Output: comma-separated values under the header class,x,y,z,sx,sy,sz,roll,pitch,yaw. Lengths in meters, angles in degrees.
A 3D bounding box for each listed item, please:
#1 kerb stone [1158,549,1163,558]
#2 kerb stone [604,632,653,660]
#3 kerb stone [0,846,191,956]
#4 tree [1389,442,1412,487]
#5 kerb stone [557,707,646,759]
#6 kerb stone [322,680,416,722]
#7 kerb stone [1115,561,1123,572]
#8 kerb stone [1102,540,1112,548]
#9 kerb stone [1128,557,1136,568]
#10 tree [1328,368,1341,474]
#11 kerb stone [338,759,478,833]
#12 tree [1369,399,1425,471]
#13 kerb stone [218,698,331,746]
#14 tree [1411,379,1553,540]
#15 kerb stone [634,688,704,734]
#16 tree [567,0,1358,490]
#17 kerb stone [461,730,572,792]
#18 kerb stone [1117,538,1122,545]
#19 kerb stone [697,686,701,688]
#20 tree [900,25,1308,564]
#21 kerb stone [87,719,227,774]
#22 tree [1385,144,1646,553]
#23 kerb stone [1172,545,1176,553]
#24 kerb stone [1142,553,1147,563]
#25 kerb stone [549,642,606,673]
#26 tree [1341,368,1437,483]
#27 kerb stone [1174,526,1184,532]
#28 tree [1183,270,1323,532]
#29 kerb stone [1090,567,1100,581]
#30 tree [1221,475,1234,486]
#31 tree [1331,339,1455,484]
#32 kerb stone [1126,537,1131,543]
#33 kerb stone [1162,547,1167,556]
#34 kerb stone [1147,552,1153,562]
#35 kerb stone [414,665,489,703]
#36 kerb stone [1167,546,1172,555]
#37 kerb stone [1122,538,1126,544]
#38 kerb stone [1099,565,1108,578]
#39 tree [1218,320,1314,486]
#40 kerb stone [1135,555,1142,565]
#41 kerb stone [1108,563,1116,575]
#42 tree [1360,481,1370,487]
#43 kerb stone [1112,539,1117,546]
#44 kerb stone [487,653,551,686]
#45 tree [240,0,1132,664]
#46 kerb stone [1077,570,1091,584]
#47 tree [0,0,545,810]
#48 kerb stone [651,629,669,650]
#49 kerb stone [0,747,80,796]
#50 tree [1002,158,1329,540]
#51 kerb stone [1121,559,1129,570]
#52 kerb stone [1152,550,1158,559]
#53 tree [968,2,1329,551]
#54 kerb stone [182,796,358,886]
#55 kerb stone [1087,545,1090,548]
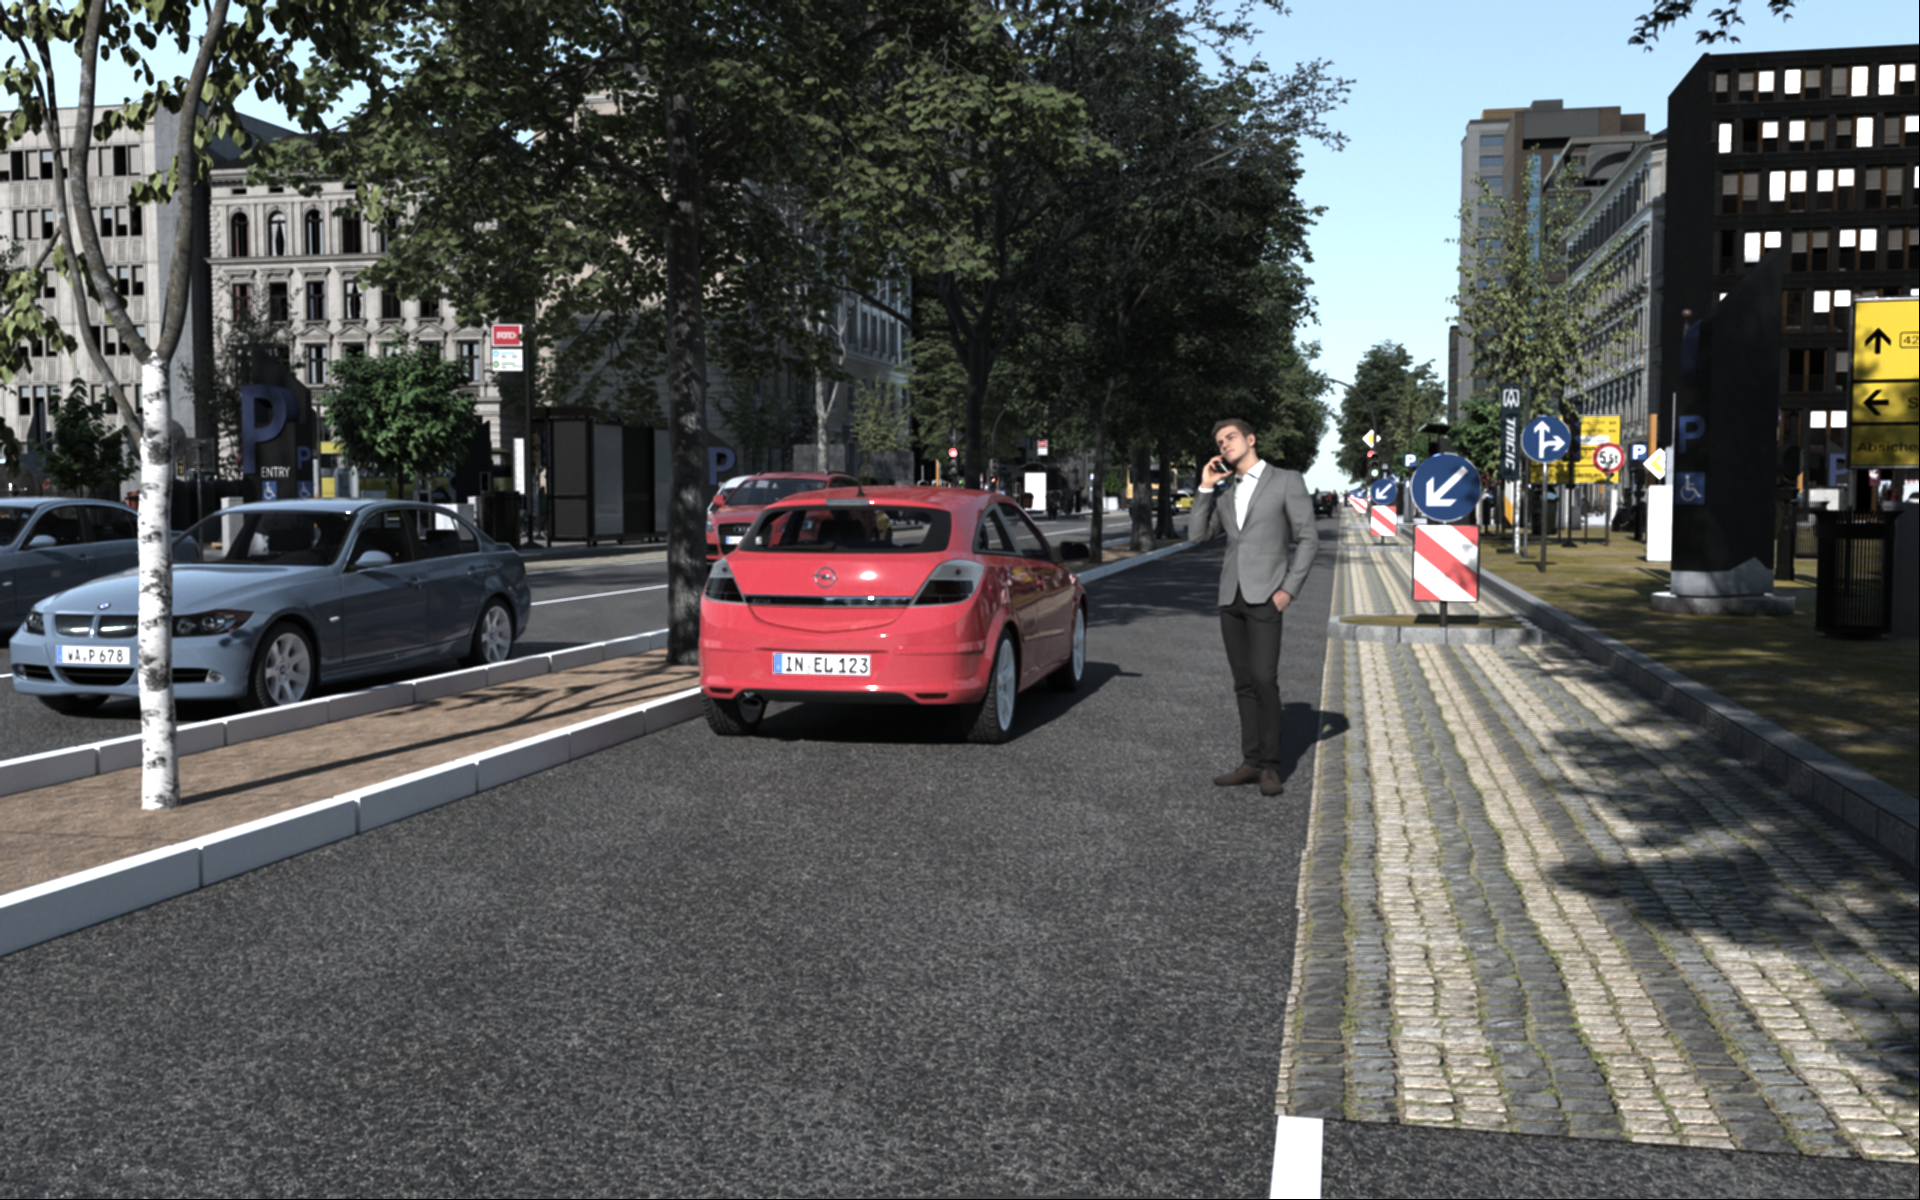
class,x,y,z,sx,sy,sz,roll,pitch,yaw
kerb stone,4.382,-1.015,38.831,0.120,0.150,1.000,1,4,12
kerb stone,-2.986,0.423,15.279,0.120,0.150,1.000,1,4,12
kerb stone,-2.935,1.001,5.824,0.120,0.150,1.000,1,4,12
tree,24.586,-6.631,92.131,4.285,4.588,4.351,0,3,0
kerb stone,-2.049,0.757,9.825,0.120,0.150,1.000,1,4,12
kerb stone,-3.881,0.667,11.288,0.120,0.150,1.000,1,4,12
kerb stone,2.828,-0.585,31.841,0.120,0.150,1.000,1,4,12
kerb stone,3.882,-1.475,46.317,0.120,0.150,1.000,1,4,12
kerb stone,3.263,-0.712,33.843,0.120,0.150,1.000,1,4,12
tree,15.043,-10.536,91.735,9.611,12.733,9.660,0,3,0
kerb stone,-2.487,0.879,7.819,0.120,0.150,1.000,1,4,12
tree,33.273,-11.067,131.306,4.360,8.622,3.978,0,3,0
kerb stone,-4.093,0.728,10.288,0.120,0.150,1.000,1,4,12
tree,15.372,-3.986,48.890,4.285,4.588,4.351,0,3,0
kerb stone,-1.826,0.696,10.824,0.120,0.150,1.000,1,4,12
tree,0.191,-6.807,24.125,12.009,13.543,11.850,0,3,0
kerb stone,-2.266,0.818,8.826,0.120,0.150,1.000,1,4,12
kerb stone,4.326,-1.596,48.313,0.120,0.150,1.000,1,4,12
kerb stone,-1.608,0.634,11.823,0.120,0.150,1.000,1,4,12
tree,2.661,-5.983,34.696,8.767,10.594,7.601,1,4,12
kerb stone,-4.317,0.789,9.290,0.120,0.150,1.000,1,4,12
tree,12.325,-5.333,37.562,4.737,8.622,4.395,0,3,0
kerb stone,5.044,-1.196,41.844,0.120,0.150,1.000,1,4,12
kerb stone,3.712,-0.833,35.838,0.120,0.150,1.000,1,4,12
kerb stone,-3.205,0.484,14.281,0.120,0.150,1.000,1,4,12
tree,38.449,-14.486,153.855,9.611,12.733,9.660,0,3,0
kerb stone,8.536,-2.761,67.331,0.120,0.150,1.000,1,4,12
tree,8.872,-8.333,64.462,9.928,11.665,9.643,0,3,0
kerb stone,2.161,-0.406,28.834,0.120,0.150,1.000,1,4,12
tree,43.118,-19.957,276.651,4.737,8.622,4.395,0,3,0
tree,35.522,-14.321,140.796,9.857,13.997,8.962,0,3,0
kerb stone,4.777,-1.719,50.319,0.120,0.150,1.000,1,4,12
kerb stone,4.599,-1.077,39.830,0.120,0.150,1.000,1,4,12
kerb stone,3.939,-0.895,36.834,0.120,0.150,1.000,1,4,12
kerb stone,-3.656,0.607,12.286,0.120,0.150,1.000,1,4,12
kerb stone,4.827,-1.138,40.840,0.120,0.150,1.000,1,4,12
kerb stone,4.545,-1.659,49.315,0.120,0.150,1.000,1,4,12
kerb stone,2.377,-0.467,29.833,0.120,0.150,1.000,1,4,12
tree,12.912,-9.911,82.636,7.486,12.596,7.792,0,3,0
kerb stone,3.491,-0.773,34.840,0.120,0.150,1.000,1,4,12
kerb stone,2.606,-0.529,30.837,0.120,0.150,1.000,1,4,12
tree,55.728,-15.169,231.726,4.285,4.588,4.351,0,3,0
kerb stone,4.103,-1.536,47.315,0.120,0.150,1.000,1,4,12
kerb stone,-3.438,0.545,13.285,0.120,0.150,1.000,1,4,12
tree,-2.268,-5.707,13.894,7.486,12.596,7.792,0,3,0
kerb stone,1.937,-0.344,27.833,0.120,0.150,1.000,1,4,12
tree,-3.624,-3.366,7.861,4.737,8.622,4.395,0,3,0
kerb stone,-2.768,0.362,16.281,0.120,0.150,1.000,1,4,12
kerb stone,-4.544,0.850,8.293,0.120,0.150,1.000,1,4,12
tree,6.447,-8.243,54.243,9.611,12.733,9.660,0,3,0
kerb stone,3.043,-0.651,32.844,0.120,0.150,1.000,1,4,12
kerb stone,4.149,-0.957,37.835,0.120,0.150,1.000,1,4,12
tree,4.626,-8.209,43.322,9.857,13.997,8.962,0,3,0
kerb stone,-2.714,0.944,6.823,0.120,0.150,1.000,1,4,12
kerb stone,3.443,-1.352,44.308,0.120,0.150,1.000,1,4,12
